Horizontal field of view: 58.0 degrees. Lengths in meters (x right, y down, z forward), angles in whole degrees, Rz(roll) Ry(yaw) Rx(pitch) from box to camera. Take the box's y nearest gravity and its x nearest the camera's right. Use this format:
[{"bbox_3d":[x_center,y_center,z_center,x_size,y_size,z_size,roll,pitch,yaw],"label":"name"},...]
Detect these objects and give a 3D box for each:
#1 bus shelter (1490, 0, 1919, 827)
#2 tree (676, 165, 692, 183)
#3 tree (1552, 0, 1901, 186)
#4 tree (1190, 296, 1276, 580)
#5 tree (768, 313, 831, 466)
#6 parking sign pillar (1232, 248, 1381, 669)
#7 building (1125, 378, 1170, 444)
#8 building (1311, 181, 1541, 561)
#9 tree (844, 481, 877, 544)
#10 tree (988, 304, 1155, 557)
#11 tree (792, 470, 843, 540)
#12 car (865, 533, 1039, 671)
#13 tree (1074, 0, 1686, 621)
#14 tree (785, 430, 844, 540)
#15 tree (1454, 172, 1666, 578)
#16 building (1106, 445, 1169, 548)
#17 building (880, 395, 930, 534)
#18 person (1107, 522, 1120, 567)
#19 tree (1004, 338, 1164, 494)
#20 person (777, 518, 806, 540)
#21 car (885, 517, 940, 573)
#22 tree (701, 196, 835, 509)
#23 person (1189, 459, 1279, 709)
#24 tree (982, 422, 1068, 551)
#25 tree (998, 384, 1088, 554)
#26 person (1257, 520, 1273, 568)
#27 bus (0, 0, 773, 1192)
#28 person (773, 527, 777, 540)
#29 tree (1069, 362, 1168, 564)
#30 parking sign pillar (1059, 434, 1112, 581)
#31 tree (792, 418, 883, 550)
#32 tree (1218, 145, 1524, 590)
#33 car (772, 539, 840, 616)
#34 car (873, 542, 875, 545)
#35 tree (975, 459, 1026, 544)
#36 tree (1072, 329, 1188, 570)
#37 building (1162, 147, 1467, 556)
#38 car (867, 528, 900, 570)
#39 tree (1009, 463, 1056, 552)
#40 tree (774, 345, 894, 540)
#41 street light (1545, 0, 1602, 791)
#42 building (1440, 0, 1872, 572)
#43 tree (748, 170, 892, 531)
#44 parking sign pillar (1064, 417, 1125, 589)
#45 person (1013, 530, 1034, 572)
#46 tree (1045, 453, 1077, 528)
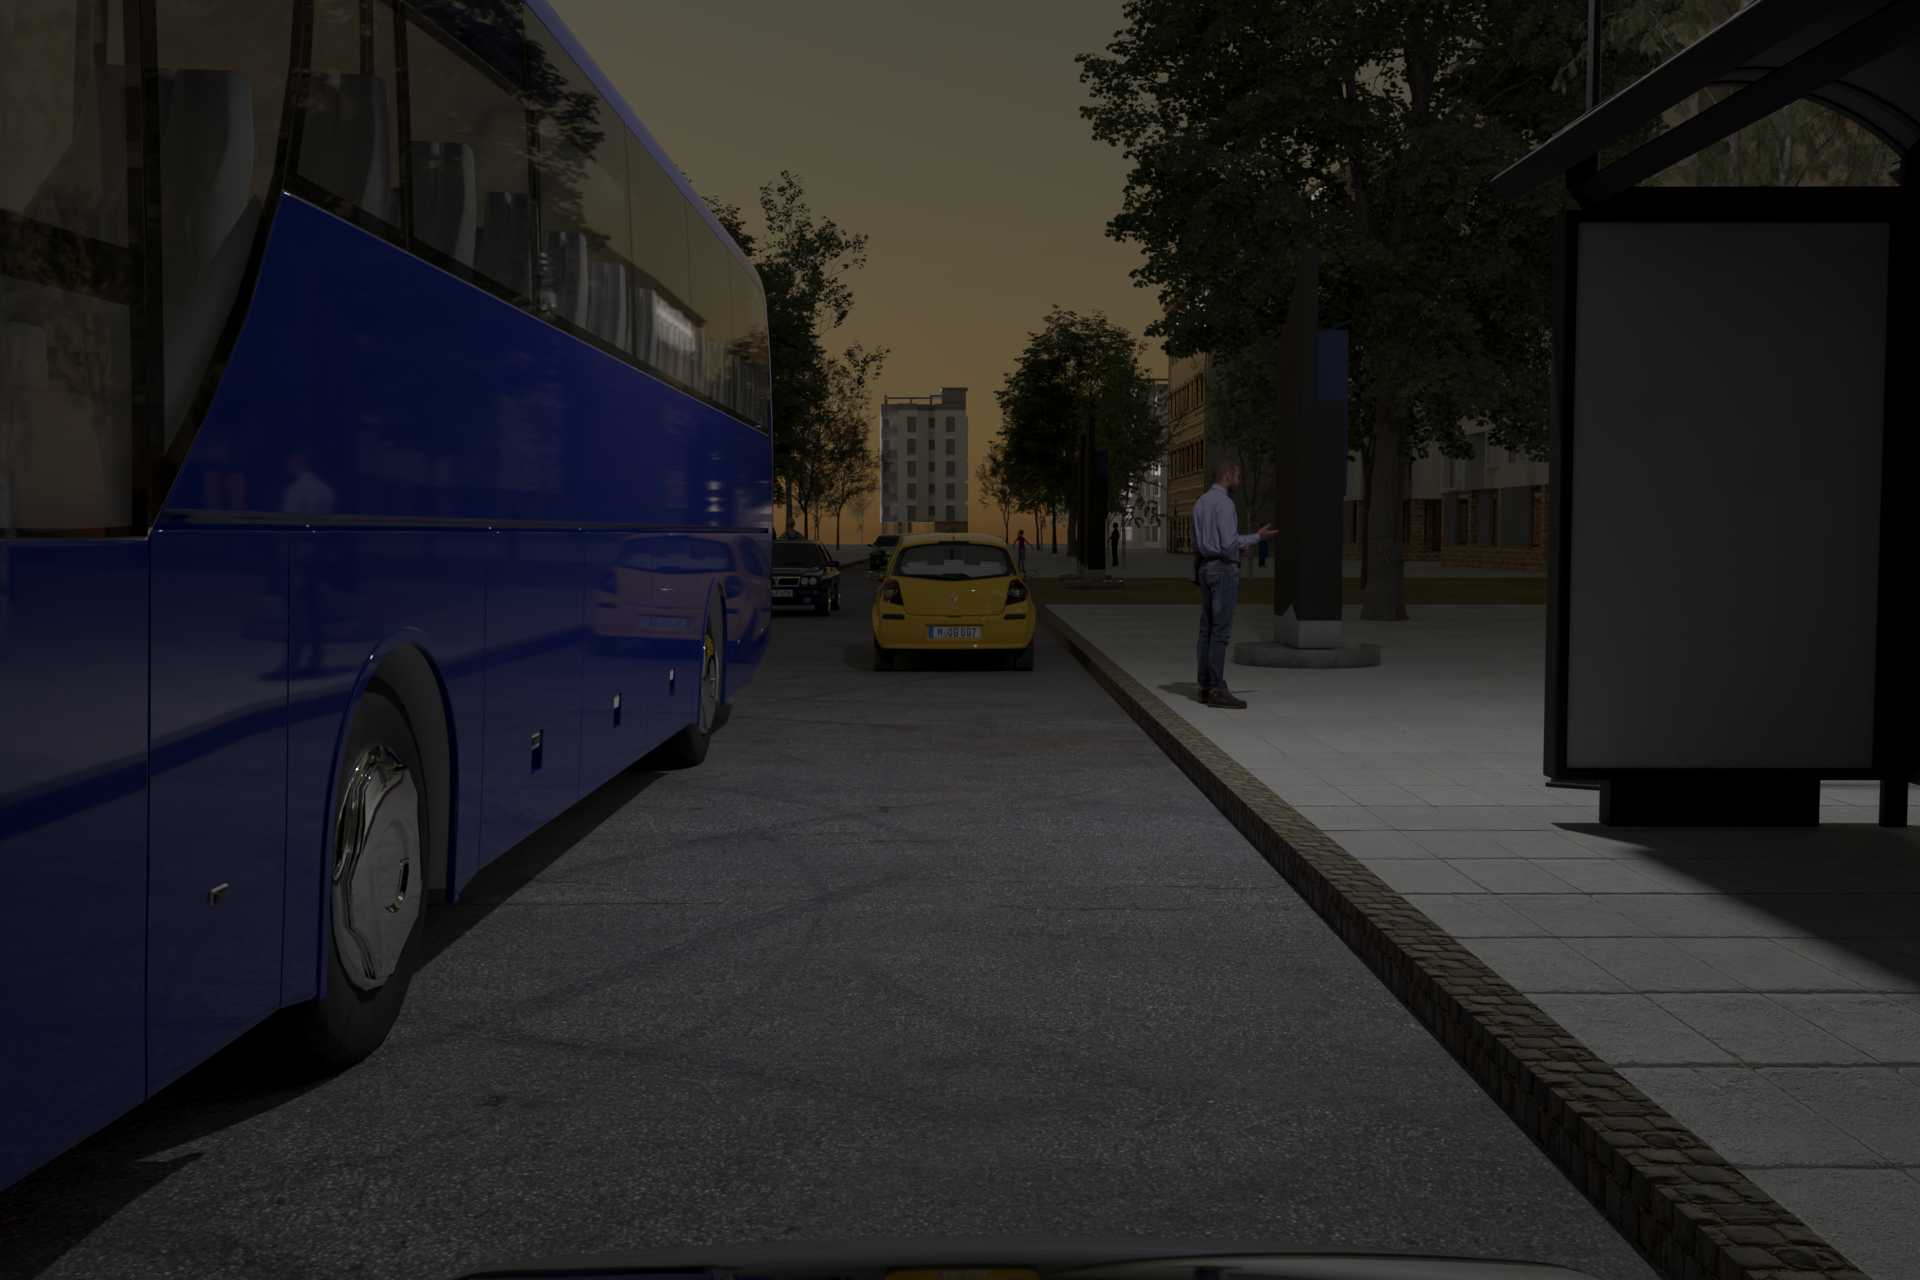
[{"bbox_3d":[3.369,-0.680,5.048,2.014,3.302,5.546,0,4,0],"label":"bus shelter"},{"bbox_3d":[-9.883,-8.257,53.124,7.486,12.596,7.792,0,3,0],"label":"tree"},{"bbox_3d":[5.424,-3.790,12.328,4.360,8.622,3.978,0,3,0],"label":"tree"},{"bbox_3d":[8.142,-6.016,48.717,4.360,8.622,3.978,0,3,0],"label":"tree"},{"bbox_3d":[-9.505,-9.362,78.817,9.928,11.665,9.643,0,3,0],"label":"tree"},{"bbox_3d":[3.437,-1.750,17.079,1.447,3.967,1.447,0,4,0],"label":"parking sign pillar"},{"bbox_3d":[24.574,-21.423,206.678,16.016,20.090,11.380,0,4,-1],"label":"building"},{"bbox_3d":[24.177,-14.530,93.991,16.016,20.090,11.380,0,4,-1],"label":"building"},{"bbox_3d":[-12.406,-16.686,223.179,4.360,8.622,3.978,0,3,0],"label":"tree"},{"bbox_3d":[6.414,-11.662,97.331,9.857,13.997,8.962,0,3,0],"label":"tree"},{"bbox_3d":[-18.761,-17.907,227.185,7.601,10.594,8.767,0,4,6],"label":"tree"},{"bbox_3d":[-0.085,-0.567,19.496,2.015,1.641,3.980,0,4,-1],"label":"car"},{"bbox_3d":[6.395,-7.274,25.593,9.857,13.997,8.962,0,3,0],"label":"tree"},{"bbox_3d":[-9.695,-10.439,121.037,4.360,8.622,3.978,0,3,0],"label":"tree"},{"bbox_3d":[17.620,-7.589,49.832,9.928,11.665,9.643,0,3,0],"label":"tree"},{"bbox_3d":[19.298,-14.319,176.262,9.099,9.664,28.070,0,4,-1],"label":"building"},{"bbox_3d":[-10.096,-22.527,227.192,11.380,20.090,16.016,0,4,0],"label":"building"},{"bbox_3d":[6.016,-3.754,68.106,0.721,1.740,1.216,2,4,23],"label":"person"},{"bbox_3d":[5.882,-8.998,81.537,8.767,10.594,7.601,2,4,27],"label":"tree"},{"bbox_3d":[-4.351,-2.224,44.679,1.347,1.847,0.705,-1,4,-17],"label":"person"},{"bbox_3d":[-0.676,-1.765,37.653,1.959,1.807,4.718,0,4,-1],"label":"car"},{"bbox_3d":[-9.066,-9.730,65.737,9.857,13.997,8.962,0,3,0],"label":"tree"},{"bbox_3d":[2.056,-0.432,12.980,0.599,1.838,0.709,-1,4,-16],"label":"person"},{"bbox_3d":[5.813,-12.222,134.246,7.601,10.594,8.767,2,4,26],"label":"tree"},{"bbox_3d":[6.107,-11.528,114.237,9.928,11.665,9.643,0,3,0],"label":"tree"},{"bbox_3d":[11.533,-3.650,65.810,0.704,1.817,1.347,2,4,33],"label":"person"},{"bbox_3d":[-2.766,-1.000,7.899,2.896,3.916,12.251,0,3,0],"label":"bus"},{"bbox_3d":[-5.494,-2.644,49.199,0.705,1.833,1.349,-2,4,-34],"label":"person"},{"bbox_3d":[6.489,-7.560,73.974,4.737,8.622,4.395,0,3,0],"label":"tree"},{"bbox_3d":[3.455,-3.607,47.452,1.447,3.967,1.447,0,4,-1],"label":"parking sign pillar"},{"bbox_3d":[-9.887,-12.434,137.705,8.767,10.594,7.601,1,4,17],"label":"tree"},{"bbox_3d":[9.688,-6.457,39.988,7.601,10.594,8.767,-3,4,-36],"label":"tree"},{"bbox_3d":[-3.121,-1.148,31.352,1.945,1.354,3.894,0,3,0],"label":"car"},{"bbox_3d":[-3.123,-4.449,82.530,2.009,1.686,4.222,0,3,0],"label":"car"},{"bbox_3d":[6.011,-18.360,225.948,9.928,11.665,9.643,0,3,0],"label":"tree"},{"bbox_3d":[5.919,-6.818,61.834,4.737,8.622,4.395,0,3,0],"label":"tree"},{"bbox_3d":[23.263,-16.911,107.429,19.493,23.208,18.063,0,3,0],"label":"building"},{"bbox_3d":[-2.710,-3.679,69.939,2.009,1.686,4.222,0,4,0],"label":"car"},{"bbox_3d":[6.059,-10.604,123.737,4.360,8.622,3.978,0,3,0],"label":"tree"},{"bbox_3d":[-9.745,-12.140,108.851,12.009,13.543,11.850,0,3,0],"label":"tree"},{"bbox_3d":[3.696,-2.208,8.643,1.470,5.913,1.316,0,4,0],"label":"street light"},{"bbox_3d":[24.357,-12.911,67.517,16.016,20.090,11.380,0,3,0],"label":"building"},{"bbox_3d":[-10.059,-14.506,93.056,12.611,20.169,13.585,0,3,0],"label":"tree"},{"bbox_3d":[3.175,-3.196,40.731,1.447,3.967,1.447,0,4,0],"label":"parking sign pillar"},{"bbox_3d":[2.110,-2.990,58.148,0.599,1.433,0.991,-3,5,-42],"label":"person"},{"bbox_3d":[14.900,-19.041,229.453,7.486,12.596,7.792,0,3,0],"label":"tree"}]
